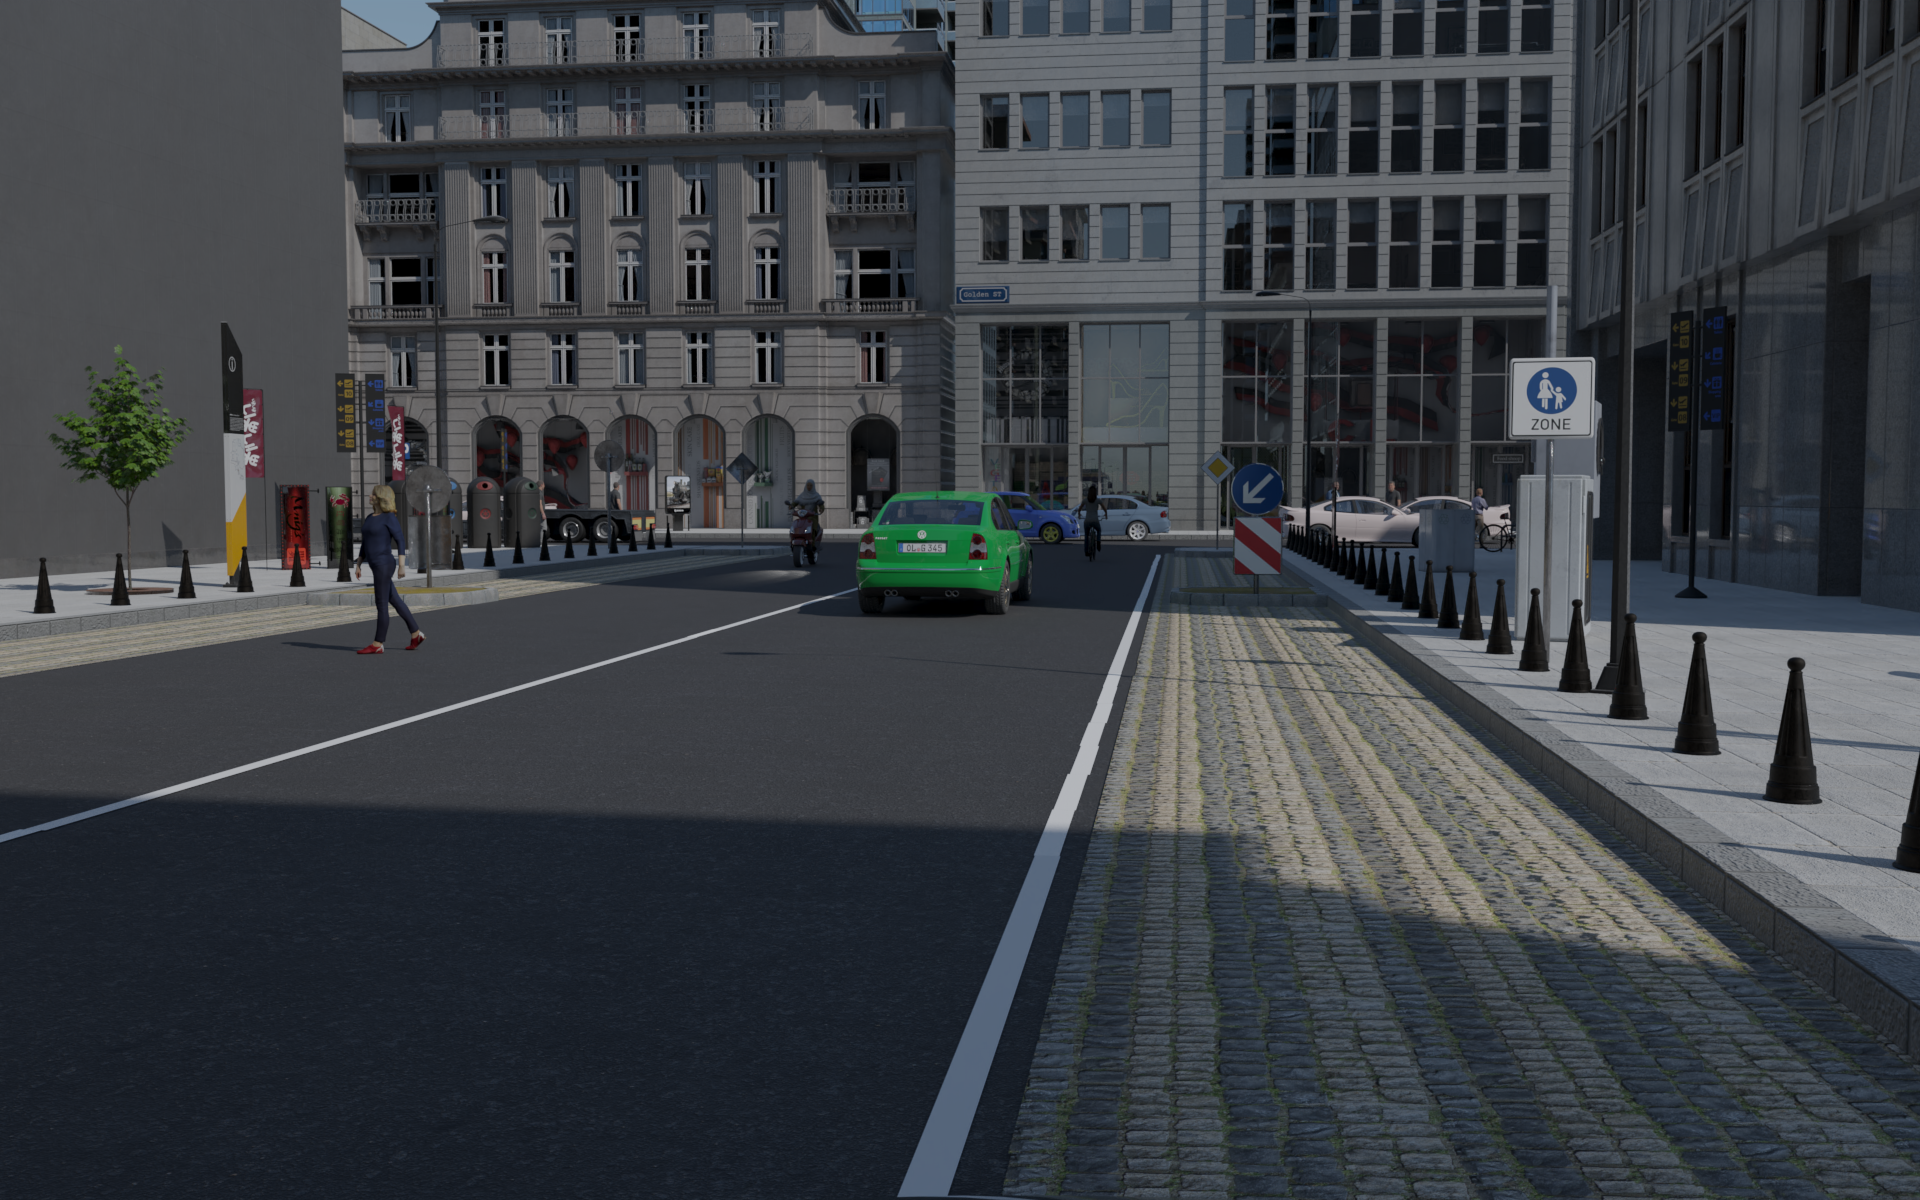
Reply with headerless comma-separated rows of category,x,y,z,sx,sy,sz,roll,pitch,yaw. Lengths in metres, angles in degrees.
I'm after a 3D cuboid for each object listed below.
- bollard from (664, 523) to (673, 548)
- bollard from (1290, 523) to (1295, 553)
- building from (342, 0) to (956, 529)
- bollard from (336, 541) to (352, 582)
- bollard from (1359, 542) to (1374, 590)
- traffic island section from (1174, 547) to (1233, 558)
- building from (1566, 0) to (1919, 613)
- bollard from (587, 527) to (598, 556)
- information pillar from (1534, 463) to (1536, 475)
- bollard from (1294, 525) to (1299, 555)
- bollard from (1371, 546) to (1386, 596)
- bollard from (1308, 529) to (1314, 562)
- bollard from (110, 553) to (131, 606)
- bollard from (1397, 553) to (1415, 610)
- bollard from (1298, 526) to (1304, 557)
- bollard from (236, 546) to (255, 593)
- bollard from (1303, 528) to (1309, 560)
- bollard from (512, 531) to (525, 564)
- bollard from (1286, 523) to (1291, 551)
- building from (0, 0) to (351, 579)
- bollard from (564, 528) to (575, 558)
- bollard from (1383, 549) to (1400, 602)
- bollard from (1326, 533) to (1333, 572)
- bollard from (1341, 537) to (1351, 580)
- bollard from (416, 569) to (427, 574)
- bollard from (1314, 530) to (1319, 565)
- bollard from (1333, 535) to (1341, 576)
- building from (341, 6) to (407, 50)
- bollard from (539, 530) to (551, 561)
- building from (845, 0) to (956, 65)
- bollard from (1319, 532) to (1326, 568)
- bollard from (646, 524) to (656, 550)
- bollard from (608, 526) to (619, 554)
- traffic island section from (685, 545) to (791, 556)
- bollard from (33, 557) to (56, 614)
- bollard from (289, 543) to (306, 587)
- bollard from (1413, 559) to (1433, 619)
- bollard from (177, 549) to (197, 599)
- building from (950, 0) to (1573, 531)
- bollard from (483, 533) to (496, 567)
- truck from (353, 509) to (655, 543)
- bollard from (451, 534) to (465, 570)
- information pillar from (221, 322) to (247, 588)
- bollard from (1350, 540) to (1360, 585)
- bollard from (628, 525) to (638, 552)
bollard,-6.955,-1.544,41.285,0.229,0.601,0.229,0,3,0
bollard,7.402,-1.338,37.923,0.229,0.601,0.229,0,3,0
building,-11.407,-13.908,69.192,24.055,21.916,13.314,0,4,7
bollard,-8.994,-0.565,25.276,0.229,0.601,0.229,0,3,0
bollard,5.531,-0.442,23.269,0.229,0.601,0.229,0,3,0
traffic island section,5.967,-1.087,40.048,2.009,0.180,2.903,0,4,7
building,16.719,-12.552,23.244,12.078,24.808,19.932,0,4,7
bollard,-7.639,-1.218,35.955,0.229,0.601,0.229,0,3,0
information pillar,31.419,-6.291,94.218,0.504,3.616,0.183,-2,4,-24
bollard,7.231,-1.257,36.591,0.229,0.601,0.229,0,3,0
bollard,5.363,-0.360,21.921,0.229,0.601,0.229,0,3,0
bollard,6.725,-1.012,32.595,0.229,0.601,0.229,0,3,0
bollard,-9.676,-0.239,19.945,0.229,0.601,0.229,0,3,0
bollard,5.020,-0.197,19.257,0.229,0.601,0.229,0,3,0
bollard,7.059,-1.175,35.256,0.229,0.601,0.229,0,3,0
bollard,-9.338,-0.402,22.613,0.229,0.601,0.229,0,3,0
bollard,6.892,-1.094,33.923,0.229,0.601,0.229,0,3,0
bollard,-8.148,-0.972,31.934,0.229,0.601,0.229,0,3,0
bollard,7.568,-1.420,39.254,0.229,0.601,0.229,0,3,0
building,-25.504,-14.610,32.382,24.014,27.812,14.314,0,4,7
bollard,-7.806,-1.134,34.590,0.229,0.601,0.229,0,3,0
bollard,5.191,-0.278,20.585,0.229,0.601,0.229,0,3,0
bollard,6.213,-0.768,28.602,0.229,0.601,0.229,0,3,0
bollard,5.873,-0.606,25.946,0.229,0.601,0.229,0,3,0
bollard,-8.658,-0.728,27.947,0.229,0.601,0.229,0,3,0
bollard,6.556,-0.931,31.263,0.229,0.601,0.229,0,3,0
bollard,6.043,-0.687,27.274,0.229,0.601,0.229,0,3,0
building,-32.449,-13.162,69.956,16.860,20.320,10.420,0,4,7
bollard,-7.978,-1.053,33.262,0.229,0.601,0.229,0,3,0
building,-8.709,-50.857,144.181,22.319,86.520,31.000,0,4,7
bollard,6.385,-0.849,29.930,0.229,0.601,0.229,0,3,0
bollard,-7.127,-1.463,39.957,0.229,0.601,0.229,0,3,0
bollard,-7.460,-1.300,37.292,0.229,0.601,0.229,0,3,0
traffic island section,-5.233,-1.174,41.476,2.009,0.180,2.903,0,4,7
bollard,-9.849,-0.157,18.614,0.229,0.601,0.229,0,3,0
bollard,-9.167,-0.484,23.949,0.229,0.601,0.229,0,3,0
bollard,4.850,-0.114,17.911,0.229,0.601,0.229,0,3,0
bollard,-9.506,-0.320,21.274,0.229,0.601,0.229,0,3,0
building,15.122,-17.530,64.110,29.804,29.767,11.434,0,4,7
bollard,-8.319,-0.891,30.605,0.229,0.601,0.229,0,3,0
truck,-18.703,-3.832,52.417,18.799,4.110,2.967,0,4,6
bollard,-8.490,-0.809,29.275,0.229,0.601,0.229,0,3,0
information pillar,-10.004,-1.989,23.871,0.183,3.616,0.504,0,4,1
bollard,5.705,-0.524,24.602,0.229,0.601,0.229,0,3,0
bollard,-7.297,-1.381,38.629,0.229,0.601,0.229,0,3,0
